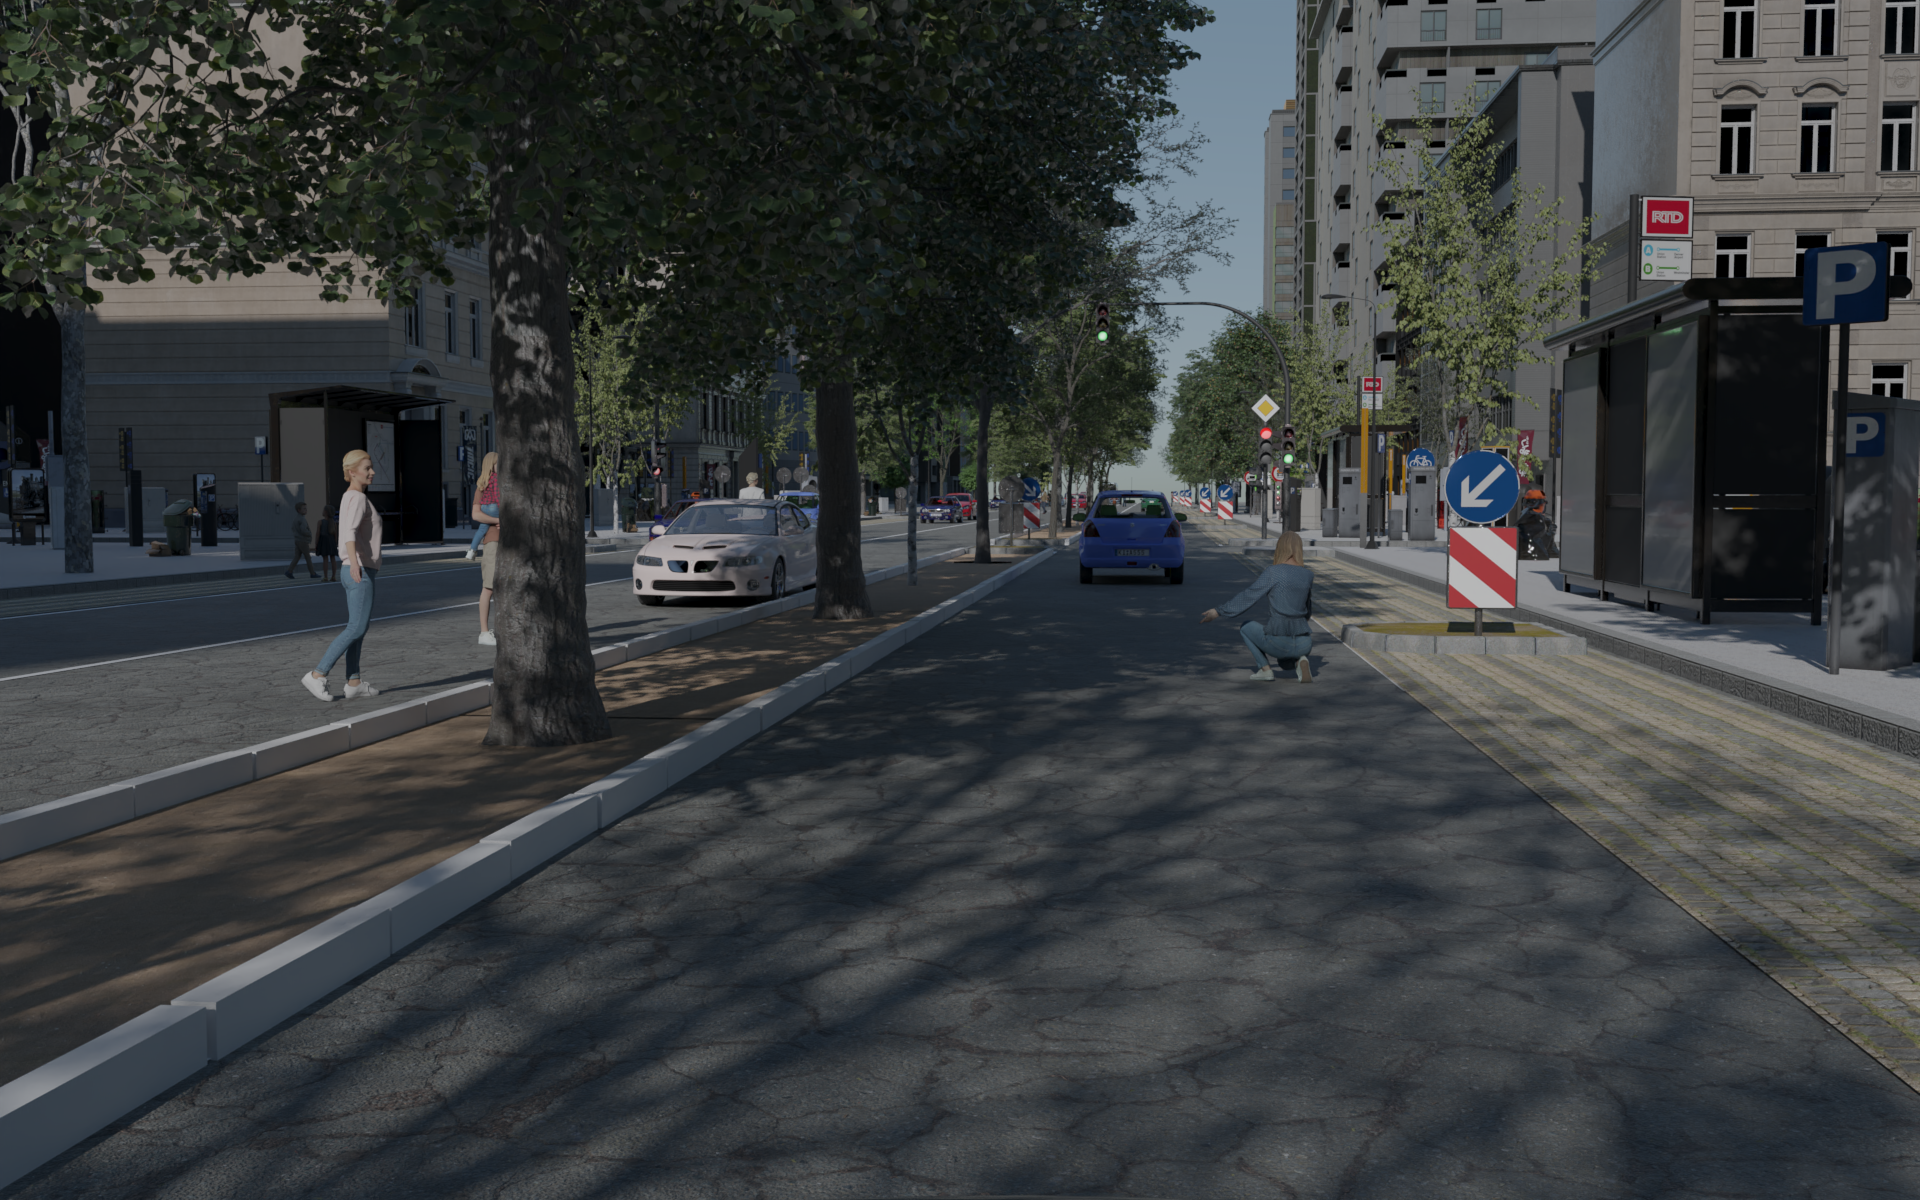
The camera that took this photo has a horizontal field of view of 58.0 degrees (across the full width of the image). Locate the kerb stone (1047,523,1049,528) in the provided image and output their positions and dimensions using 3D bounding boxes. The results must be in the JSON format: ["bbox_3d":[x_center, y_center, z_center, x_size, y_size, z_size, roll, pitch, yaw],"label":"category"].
[{"bbox_3d":[3.485,-3.040,71.894,0.120,0.150,1.000,0,4,6],"label":"kerb stone"}]

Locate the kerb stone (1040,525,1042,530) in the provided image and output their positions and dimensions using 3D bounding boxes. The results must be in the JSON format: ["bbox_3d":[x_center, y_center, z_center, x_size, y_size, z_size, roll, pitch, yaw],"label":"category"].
[{"bbox_3d":[3.033,-2.788,67.814,0.120,0.150,1.000,0,4,6],"label":"kerb stone"}]

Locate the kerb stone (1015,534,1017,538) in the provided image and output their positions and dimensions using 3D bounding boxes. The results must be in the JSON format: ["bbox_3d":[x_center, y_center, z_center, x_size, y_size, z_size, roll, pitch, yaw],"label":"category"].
[{"bbox_3d":[1.662,-2.043,55.600,0.120,0.150,1.000,0,4,6],"label":"kerb stone"}]

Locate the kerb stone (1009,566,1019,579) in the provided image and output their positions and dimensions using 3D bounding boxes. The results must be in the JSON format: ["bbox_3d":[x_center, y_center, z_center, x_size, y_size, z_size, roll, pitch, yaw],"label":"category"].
[{"bbox_3d":[0.852,-0.436,29.316,0.120,0.150,1.000,0,4,6],"label":"kerb stone"}]

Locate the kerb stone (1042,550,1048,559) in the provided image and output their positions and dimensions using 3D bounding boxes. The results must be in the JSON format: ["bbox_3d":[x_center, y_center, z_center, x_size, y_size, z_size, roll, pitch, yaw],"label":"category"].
[{"bbox_3d":[1.755,-0.934,37.468,0.120,0.150,1.000,0,4,6],"label":"kerb stone"}]

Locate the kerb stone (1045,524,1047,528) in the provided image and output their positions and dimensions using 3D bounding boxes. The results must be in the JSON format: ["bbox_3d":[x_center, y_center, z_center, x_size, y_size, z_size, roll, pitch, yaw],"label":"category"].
[{"bbox_3d":[3.373,-2.974,70.878,0.120,0.150,1.000,0,4,6],"label":"kerb stone"}]

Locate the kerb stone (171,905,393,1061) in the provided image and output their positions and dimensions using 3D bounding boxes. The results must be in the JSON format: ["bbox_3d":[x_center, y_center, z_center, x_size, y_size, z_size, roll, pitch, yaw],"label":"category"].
[{"bbox_3d":[-1.882,1.059,4.877,0.120,0.150,1.000,0,4,6],"label":"kerb stone"}]

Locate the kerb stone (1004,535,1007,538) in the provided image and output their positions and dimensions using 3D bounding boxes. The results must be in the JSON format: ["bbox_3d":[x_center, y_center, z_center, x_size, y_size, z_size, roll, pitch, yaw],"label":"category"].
[{"bbox_3d":[1.209,-1.794,51.531,0.120,0.150,1.000,0,4,6],"label":"kerb stone"}]

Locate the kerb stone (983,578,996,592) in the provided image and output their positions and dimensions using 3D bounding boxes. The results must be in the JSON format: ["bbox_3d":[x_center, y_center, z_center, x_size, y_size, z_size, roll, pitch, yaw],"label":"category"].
[{"bbox_3d":[0.383,-0.186,25.244,0.120,0.150,1.000,0,4,6],"label":"kerb stone"}]

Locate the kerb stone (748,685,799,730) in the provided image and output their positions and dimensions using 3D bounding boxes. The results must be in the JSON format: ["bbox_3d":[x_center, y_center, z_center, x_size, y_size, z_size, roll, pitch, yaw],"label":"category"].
[{"bbox_3d":[-1.198,0.686,10.986,0.120,0.150,1.000,0,4,6],"label":"kerb stone"}]

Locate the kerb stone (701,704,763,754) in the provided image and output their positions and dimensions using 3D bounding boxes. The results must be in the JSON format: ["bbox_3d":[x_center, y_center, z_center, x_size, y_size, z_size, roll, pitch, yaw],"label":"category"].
[{"bbox_3d":[-1.322,0.748,9.963,0.120,0.150,1.000,0,4,6],"label":"kerb stone"}]

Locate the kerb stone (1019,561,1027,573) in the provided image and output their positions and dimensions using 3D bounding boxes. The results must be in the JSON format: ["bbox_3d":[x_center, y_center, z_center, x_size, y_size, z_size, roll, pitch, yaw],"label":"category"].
[{"bbox_3d":[1.076,-0.560,31.351,0.120,0.150,1.000,0,4,6],"label":"kerb stone"}]

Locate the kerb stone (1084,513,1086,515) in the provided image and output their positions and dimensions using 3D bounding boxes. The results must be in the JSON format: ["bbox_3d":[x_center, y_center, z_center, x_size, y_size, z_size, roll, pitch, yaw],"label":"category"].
[{"bbox_3d":[8.837,-5.960,119.759,0.120,0.150,1.000,0,4,6],"label":"kerb stone"}]

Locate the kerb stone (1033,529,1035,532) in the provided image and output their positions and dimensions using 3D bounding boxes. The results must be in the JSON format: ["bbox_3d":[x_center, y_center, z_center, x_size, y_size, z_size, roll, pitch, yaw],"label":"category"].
[{"bbox_3d":[2.574,-2.540,63.742,0.120,0.150,1.000,0,4,6],"label":"kerb stone"}]

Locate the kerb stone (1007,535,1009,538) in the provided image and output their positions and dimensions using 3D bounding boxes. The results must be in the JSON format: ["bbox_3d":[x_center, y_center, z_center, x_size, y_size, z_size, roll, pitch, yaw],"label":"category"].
[{"bbox_3d":[1.323,-1.856,52.546,0.120,0.150,1.000,0,4,6],"label":"kerb stone"}]

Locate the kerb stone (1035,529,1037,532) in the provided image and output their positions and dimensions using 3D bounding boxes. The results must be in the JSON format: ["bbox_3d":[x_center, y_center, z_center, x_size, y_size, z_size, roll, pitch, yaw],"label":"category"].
[{"bbox_3d":[2.685,-2.603,64.762,0.120,0.150,1.000,0,4,6],"label":"kerb stone"}]

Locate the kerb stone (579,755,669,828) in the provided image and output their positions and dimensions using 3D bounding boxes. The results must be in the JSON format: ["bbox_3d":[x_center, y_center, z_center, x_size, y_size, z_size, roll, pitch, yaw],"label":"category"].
[{"bbox_3d":[-1.540,0.873,7.926,0.120,0.150,1.000,0,4,6],"label":"kerb stone"}]

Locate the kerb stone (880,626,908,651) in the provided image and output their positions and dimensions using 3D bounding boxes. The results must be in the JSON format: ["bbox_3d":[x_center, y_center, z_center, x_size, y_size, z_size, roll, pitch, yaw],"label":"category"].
[{"bbox_3d":[-0.639,0.374,16.088,0.120,0.150,1.000,0,4,6],"label":"kerb stone"}]

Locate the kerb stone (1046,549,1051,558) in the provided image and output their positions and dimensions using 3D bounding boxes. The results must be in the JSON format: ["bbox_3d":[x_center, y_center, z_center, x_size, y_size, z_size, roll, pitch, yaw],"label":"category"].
[{"bbox_3d":[1.870,-0.991,38.486,0.120,0.150,1.000,0,4,6],"label":"kerb stone"}]

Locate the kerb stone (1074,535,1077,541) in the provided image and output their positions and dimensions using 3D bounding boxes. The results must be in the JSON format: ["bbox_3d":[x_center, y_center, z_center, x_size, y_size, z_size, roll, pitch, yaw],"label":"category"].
[{"bbox_3d":[3.300,-1.781,51.317,0.120,0.150,1.000,0,4,6],"label":"kerb stone"}]

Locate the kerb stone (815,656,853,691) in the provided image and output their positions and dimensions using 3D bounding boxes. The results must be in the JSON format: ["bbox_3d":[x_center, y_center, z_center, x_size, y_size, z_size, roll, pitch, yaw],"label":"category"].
[{"bbox_3d":[-0.972,0.560,13.033,0.120,0.150,1.000,0,4,6],"label":"kerb stone"}]

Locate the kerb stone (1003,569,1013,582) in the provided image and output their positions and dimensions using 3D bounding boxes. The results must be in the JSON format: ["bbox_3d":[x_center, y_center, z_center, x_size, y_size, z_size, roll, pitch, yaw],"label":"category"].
[{"bbox_3d":[0.731,-0.373,28.301,0.120,0.150,1.000,0,4,6],"label":"kerb stone"}]

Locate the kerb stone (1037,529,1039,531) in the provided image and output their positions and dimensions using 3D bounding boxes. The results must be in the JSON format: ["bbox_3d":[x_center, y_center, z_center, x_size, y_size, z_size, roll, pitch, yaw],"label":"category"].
[{"bbox_3d":[2.805,-2.666,65.777,0.120,0.150,1.000,0,4,6],"label":"kerb stone"}]

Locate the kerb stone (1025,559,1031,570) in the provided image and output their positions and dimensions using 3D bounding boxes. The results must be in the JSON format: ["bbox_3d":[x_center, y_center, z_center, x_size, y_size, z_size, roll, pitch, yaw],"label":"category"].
[{"bbox_3d":[1.183,-0.621,32.368,0.120,0.150,1.000,0,4,6],"label":"kerb stone"}]

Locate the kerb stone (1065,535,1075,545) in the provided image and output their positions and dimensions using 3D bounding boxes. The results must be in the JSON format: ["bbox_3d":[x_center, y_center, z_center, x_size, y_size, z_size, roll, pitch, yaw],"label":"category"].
[{"bbox_3d":[3.185,-1.715,50.301,0.120,0.150,1.000,0,4,6],"label":"kerb stone"}]

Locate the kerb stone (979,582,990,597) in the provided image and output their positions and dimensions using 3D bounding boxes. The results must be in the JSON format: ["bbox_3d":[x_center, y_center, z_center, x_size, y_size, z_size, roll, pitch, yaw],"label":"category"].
[{"bbox_3d":[0.277,-0.118,24.228,0.120,0.150,1.000,0,4,6],"label":"kerb stone"}]

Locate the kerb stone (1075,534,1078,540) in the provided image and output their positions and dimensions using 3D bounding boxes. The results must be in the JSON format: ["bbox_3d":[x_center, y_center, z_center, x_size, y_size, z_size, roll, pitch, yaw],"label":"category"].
[{"bbox_3d":[3.414,-1.844,52.337,0.120,0.150,1.000,0,4,6],"label":"kerb stone"}]

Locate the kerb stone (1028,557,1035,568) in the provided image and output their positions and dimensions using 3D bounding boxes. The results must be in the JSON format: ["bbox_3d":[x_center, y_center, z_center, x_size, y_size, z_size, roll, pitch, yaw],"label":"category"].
[{"bbox_3d":[1.298,-0.682,33.384,0.120,0.150,1.000,0,4,6],"label":"kerb stone"}]

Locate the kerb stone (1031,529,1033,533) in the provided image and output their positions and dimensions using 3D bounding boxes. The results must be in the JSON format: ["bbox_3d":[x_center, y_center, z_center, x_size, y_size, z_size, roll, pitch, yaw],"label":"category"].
[{"bbox_3d":[2.461,-2.479,62.723,0.120,0.150,1.000,0,4,6],"label":"kerb stone"}]

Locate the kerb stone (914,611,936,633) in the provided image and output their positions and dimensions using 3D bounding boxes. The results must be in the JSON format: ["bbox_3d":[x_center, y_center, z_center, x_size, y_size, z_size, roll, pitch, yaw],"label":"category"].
[{"bbox_3d":[-0.404,0.249,18.123,0.120,0.150,1.000,0,4,6],"label":"kerb stone"}]

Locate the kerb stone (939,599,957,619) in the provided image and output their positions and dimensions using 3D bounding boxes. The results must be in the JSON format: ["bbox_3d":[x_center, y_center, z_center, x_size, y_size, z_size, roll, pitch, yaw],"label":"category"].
[{"bbox_3d":[-0.178,0.125,20.155,0.120,0.150,1.000,0,4,6],"label":"kerb stone"}]

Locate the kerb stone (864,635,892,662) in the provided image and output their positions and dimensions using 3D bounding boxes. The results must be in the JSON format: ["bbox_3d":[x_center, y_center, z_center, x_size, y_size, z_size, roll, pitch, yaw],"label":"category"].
[{"bbox_3d":[-0.750,0.440,15.071,0.120,0.150,1.000,0,4,6],"label":"kerb stone"}]

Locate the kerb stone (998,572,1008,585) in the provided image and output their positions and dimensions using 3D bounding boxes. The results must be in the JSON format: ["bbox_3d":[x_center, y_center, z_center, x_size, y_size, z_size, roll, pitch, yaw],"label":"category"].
[{"bbox_3d":[0.617,-0.305,27.285,0.120,0.150,1.000,0,4,6],"label":"kerb stone"}]

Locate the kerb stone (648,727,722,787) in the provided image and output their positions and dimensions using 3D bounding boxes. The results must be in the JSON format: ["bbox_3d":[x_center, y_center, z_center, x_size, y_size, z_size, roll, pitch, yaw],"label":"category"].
[{"bbox_3d":[-1.428,0.810,8.947,0.120,0.150,1.000,0,4,6],"label":"kerb stone"}]

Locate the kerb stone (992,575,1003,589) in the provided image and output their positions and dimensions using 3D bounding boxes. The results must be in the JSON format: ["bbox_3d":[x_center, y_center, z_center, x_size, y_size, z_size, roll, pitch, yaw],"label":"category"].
[{"bbox_3d":[0.508,-0.249,26.268,0.120,0.150,1.000,0,4,6],"label":"kerb stone"}]

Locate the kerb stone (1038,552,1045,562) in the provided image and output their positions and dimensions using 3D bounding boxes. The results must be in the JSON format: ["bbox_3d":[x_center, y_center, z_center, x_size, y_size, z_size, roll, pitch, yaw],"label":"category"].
[{"bbox_3d":[1.642,-0.872,36.450,0.120,0.150,1.000,0,4,6],"label":"kerb stone"}]

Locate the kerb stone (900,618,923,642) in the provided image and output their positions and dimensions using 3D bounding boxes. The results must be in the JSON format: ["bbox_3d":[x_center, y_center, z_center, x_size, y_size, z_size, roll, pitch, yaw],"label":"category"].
[{"bbox_3d":[-0.519,0.318,17.108,0.120,0.150,1.000,0,4,6],"label":"kerb stone"}]

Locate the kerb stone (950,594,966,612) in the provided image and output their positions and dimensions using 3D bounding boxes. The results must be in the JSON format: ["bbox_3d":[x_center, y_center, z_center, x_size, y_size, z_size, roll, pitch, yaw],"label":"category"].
[{"bbox_3d":[-0.069,0.063,21.172,0.120,0.150,1.000,0,4,6],"label":"kerb stone"}]

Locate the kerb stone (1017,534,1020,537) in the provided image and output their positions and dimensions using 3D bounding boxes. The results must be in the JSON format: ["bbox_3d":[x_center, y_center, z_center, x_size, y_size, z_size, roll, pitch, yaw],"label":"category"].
[{"bbox_3d":[1.780,-2.106,56.626,0.120,0.150,1.000,0,4,6],"label":"kerb stone"}]

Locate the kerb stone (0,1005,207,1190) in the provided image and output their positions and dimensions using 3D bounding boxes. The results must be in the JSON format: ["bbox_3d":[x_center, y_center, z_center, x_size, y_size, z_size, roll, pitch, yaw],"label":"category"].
[{"bbox_3d":[-2.004,1.123,3.853,0.120,0.150,1.000,0,4,6],"label":"kerb stone"}]

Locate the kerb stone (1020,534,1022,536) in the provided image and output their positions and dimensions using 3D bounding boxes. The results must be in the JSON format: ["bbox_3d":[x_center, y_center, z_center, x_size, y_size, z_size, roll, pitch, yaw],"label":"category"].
[{"bbox_3d":[1.895,-2.162,57.642,0.120,0.150,1.000,0,4,6],"label":"kerb stone"}]

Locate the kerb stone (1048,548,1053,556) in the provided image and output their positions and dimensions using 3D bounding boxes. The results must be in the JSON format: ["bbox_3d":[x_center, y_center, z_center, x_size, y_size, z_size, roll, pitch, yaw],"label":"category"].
[{"bbox_3d":[1.984,-1.058,39.502,0.120,0.150,1.000,0,4,6],"label":"kerb stone"}]

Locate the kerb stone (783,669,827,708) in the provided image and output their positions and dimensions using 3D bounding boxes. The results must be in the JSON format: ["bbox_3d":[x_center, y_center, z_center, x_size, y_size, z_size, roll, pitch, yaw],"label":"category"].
[{"bbox_3d":[-1.092,0.623,12.008,0.120,0.150,1.000,0,4,6],"label":"kerb stone"}]

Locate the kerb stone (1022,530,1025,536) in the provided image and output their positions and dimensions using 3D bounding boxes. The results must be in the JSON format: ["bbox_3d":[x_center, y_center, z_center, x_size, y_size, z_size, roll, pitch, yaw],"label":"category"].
[{"bbox_3d":[2.007,-2.223,58.659,0.120,0.150,1.000,0,4,6],"label":"kerb stone"}]

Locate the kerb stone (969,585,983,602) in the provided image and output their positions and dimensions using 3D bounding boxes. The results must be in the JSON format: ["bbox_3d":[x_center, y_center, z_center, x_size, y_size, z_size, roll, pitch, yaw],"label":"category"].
[{"bbox_3d":[0.168,-0.062,23.211,0.120,0.150,1.000,0,4,6],"label":"kerb stone"}]

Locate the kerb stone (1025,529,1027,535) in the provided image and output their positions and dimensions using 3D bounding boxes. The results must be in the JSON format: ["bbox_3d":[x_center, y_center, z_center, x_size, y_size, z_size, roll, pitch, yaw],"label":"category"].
[{"bbox_3d":[2.127,-2.291,59.674,0.120,0.150,1.000,0,4,6],"label":"kerb stone"}]

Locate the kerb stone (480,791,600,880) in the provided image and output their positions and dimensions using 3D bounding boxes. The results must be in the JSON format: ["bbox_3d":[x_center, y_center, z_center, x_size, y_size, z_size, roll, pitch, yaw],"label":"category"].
[{"bbox_3d":[-1.664,0.935,6.910,0.120,0.150,1.000,0,4,6],"label":"kerb stone"}]

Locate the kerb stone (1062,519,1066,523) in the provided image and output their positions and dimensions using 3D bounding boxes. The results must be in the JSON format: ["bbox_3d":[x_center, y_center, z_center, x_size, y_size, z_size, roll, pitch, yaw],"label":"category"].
[{"bbox_3d":[5.529,-4.157,90.215,0.120,0.150,1.000,0,4,6],"label":"kerb stone"}]

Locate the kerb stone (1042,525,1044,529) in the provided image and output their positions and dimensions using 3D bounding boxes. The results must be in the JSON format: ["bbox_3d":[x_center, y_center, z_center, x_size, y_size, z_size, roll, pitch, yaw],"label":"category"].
[{"bbox_3d":[3.147,-2.853,68.838,0.120,0.150,1.000,0,4,6],"label":"kerb stone"}]

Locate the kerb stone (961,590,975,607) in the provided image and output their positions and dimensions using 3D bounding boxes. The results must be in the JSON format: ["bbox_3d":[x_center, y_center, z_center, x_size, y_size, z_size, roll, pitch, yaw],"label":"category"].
[{"bbox_3d":[0.049,0.004,22.189,0.120,0.150,1.000,0,4,6],"label":"kerb stone"}]

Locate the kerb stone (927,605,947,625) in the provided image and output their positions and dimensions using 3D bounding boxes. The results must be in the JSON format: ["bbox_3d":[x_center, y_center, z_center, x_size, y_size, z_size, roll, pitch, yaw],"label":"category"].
[{"bbox_3d":[-0.295,0.187,19.140,0.120,0.150,1.000,0,4,6],"label":"kerb stone"}]

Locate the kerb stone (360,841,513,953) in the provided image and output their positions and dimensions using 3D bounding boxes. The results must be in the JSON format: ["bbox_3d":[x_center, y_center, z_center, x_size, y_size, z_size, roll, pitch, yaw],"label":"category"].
[{"bbox_3d":[-1.772,1.003,5.894,0.120,0.150,1.000,0,4,6],"label":"kerb stone"}]

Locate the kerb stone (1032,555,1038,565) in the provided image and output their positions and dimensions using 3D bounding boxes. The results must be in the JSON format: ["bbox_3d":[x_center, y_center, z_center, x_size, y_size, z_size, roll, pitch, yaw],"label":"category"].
[{"bbox_3d":[1.406,-0.747,34.404,0.120,0.150,1.000,0,4,6],"label":"kerb stone"}]

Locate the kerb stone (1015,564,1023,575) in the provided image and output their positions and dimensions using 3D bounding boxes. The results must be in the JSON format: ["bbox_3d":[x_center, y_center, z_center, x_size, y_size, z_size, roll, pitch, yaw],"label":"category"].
[{"bbox_3d":[0.954,-0.498,30.336,0.120,0.150,1.000,0,4,6],"label":"kerb stone"}]

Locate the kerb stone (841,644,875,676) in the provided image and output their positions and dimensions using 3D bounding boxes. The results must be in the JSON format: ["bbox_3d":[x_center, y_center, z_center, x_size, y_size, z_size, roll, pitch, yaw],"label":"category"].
[{"bbox_3d":[-0.853,0.498,14.048,0.120,0.150,1.000,0,4,6],"label":"kerb stone"}]

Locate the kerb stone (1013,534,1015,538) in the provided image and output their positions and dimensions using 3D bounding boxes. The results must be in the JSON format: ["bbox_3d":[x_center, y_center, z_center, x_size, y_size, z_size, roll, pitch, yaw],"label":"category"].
[{"bbox_3d":[1.556,-1.980,54.584,0.120,0.150,1.000,0,4,6],"label":"kerb stone"}]

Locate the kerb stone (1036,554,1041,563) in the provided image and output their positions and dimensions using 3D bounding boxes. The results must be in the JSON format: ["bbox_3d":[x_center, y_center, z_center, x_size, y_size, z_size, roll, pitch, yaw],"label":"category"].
[{"bbox_3d":[1.522,-0.805,35.427,0.120,0.150,1.000,0,4,6],"label":"kerb stone"}]
